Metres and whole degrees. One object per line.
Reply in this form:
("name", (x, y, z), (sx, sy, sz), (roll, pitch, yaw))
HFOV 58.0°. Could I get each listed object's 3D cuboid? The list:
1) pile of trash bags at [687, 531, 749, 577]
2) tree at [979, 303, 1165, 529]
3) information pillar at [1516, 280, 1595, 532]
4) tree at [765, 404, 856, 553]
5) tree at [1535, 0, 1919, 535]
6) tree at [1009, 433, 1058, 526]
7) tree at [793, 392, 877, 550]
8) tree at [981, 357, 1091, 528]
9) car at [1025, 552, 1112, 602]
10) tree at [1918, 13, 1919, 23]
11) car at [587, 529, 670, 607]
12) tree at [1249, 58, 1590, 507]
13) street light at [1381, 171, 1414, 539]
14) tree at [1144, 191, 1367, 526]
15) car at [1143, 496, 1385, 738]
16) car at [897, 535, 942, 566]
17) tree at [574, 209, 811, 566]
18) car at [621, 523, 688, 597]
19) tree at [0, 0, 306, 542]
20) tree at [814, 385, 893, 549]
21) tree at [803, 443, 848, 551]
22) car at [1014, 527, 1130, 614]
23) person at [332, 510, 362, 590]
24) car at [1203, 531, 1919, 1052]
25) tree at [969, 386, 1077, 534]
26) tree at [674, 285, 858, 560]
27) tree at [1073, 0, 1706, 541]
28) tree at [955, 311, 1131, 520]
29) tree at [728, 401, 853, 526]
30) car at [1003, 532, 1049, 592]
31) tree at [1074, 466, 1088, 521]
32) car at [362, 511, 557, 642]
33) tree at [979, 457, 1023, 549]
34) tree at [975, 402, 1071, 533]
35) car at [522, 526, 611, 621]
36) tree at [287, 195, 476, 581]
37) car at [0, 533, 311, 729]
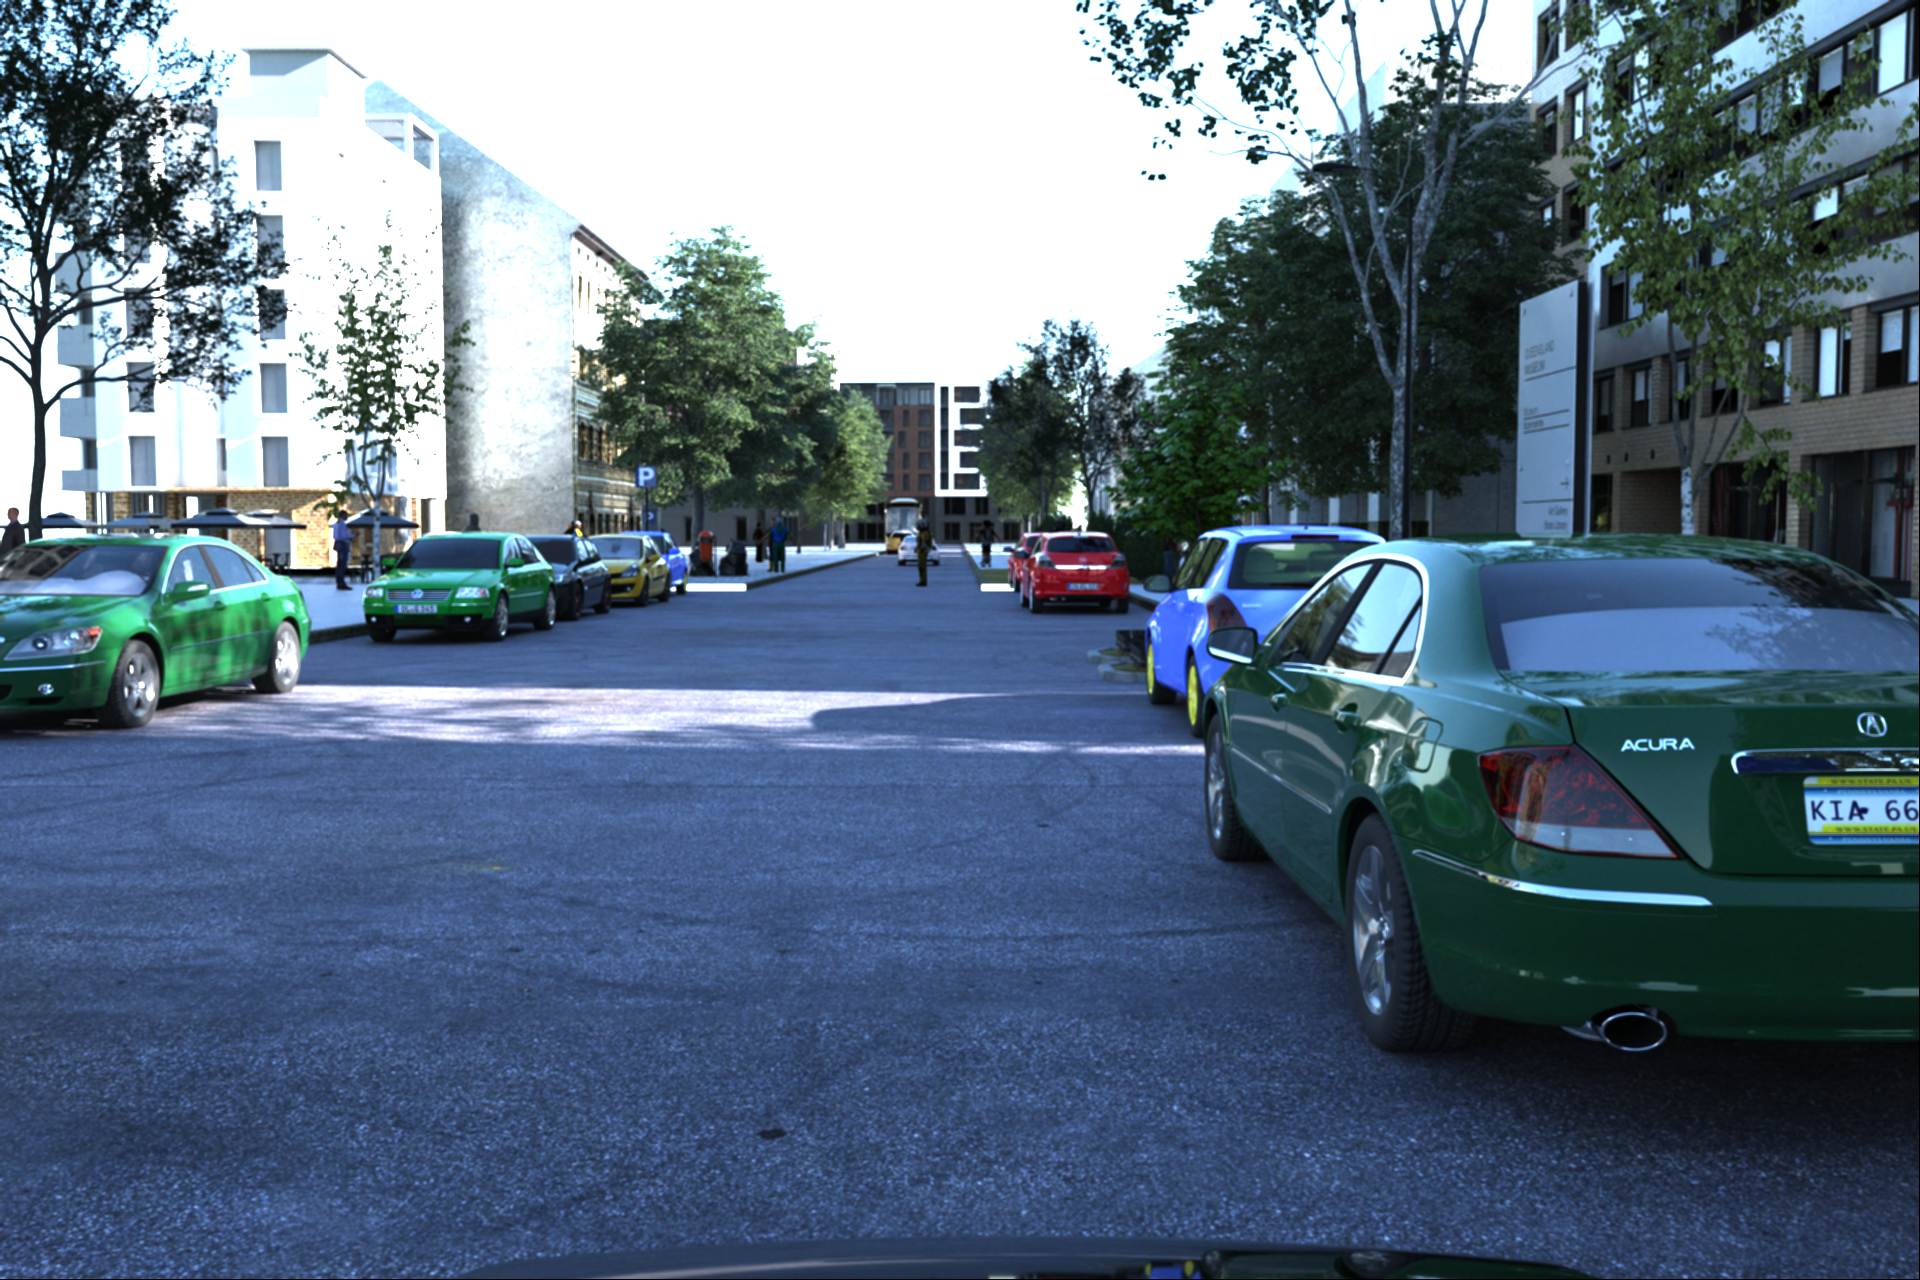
("pile of trash bags", (-7.467, -2.628, 52.724), (1.912, 1.369, 3.447), (0, 4, 1))
("tree", (5.263, -8.280, 69.787), (8.767, 10.594, 7.601), (-3, 5, -42))
("information pillar", (5.771, -1.564, 16.889), (0.184, 3.620, 1.656), (0, 3, 0))
("tree", (-10.395, -11.042, 114.943), (7.601, 10.594, 8.767), (-1, 4, -11))
("tree", (8.562, -4.243, 19.736), (4.737, 8.622, 4.395), (0, 3, 0))
("tree", (5.173, -10.296, 118.705), (4.737, 8.622, 4.395), (0, 3, 0))
("tree", (-10.601, -13.372, 136.755), (7.486, 12.596, 7.792), (0, 3, 0))
("tree", (4.963, -11.787, 110.840), (7.486, 12.596, 7.792), (0, 3, 0))
("car", (2.329, -1.709, 37.729), (2.009, 1.686, 4.222), (0, 4, -1))
("tree", (8.517, -4.561, 8.989), (7.601, 10.594, 8.767), (-2, 4, -32))
("car", (-7.011, -1.531, 35.255), (2.015, 1.641, 3.980), (0, 3, 0))
("tree", (12.326, -8.659, 48.237), (9.857, 13.997, 8.962), (0, 3, 0))
("street light", (6.170, -3.010, 21.753), (1.470, 5.913, 1.316), (0, 3, 0))
("tree", (9.882, -8.574, 58.312), (7.486, 12.596, 7.792), (0, 3, 0))
("car", (2.442, -0.239, 13.496), (1.945, 1.707, 3.694), (0, 4, -1))
("car", (-1.879, -4.121, 79.739), (2.083, 1.381, 4.827), (0, 4, 0))
("tree", (-10.644, -9.989, 69.982), (9.857, 13.997, 8.962), (0, 3, 0))
("car", (-7.355, -1.855, 39.921), (1.945, 1.707, 3.694), (0, 4, 0))
("tree", (-13.198, -5.544, 25.050), (7.601, 10.594, 8.767), (-2, 4, -28))
("tree", (-10.271, -14.881, 149.960), (9.857, 13.997, 8.962), (0, 3, 0))
("tree", (-10.088, -10.917, 128.861), (4.737, 8.622, 4.395), (0, 3, 0))
("car", (2.116, -1.449, 32.734), (2.155, 1.783, 4.494), (0, 4, -1))
("person", (-14.090, -2.076, 39.852), (0.599, 1.838, 0.709), (-3, 5, -42))
("car", (2.039, 0.341, 6.228), (2.131, 1.459, 4.920), (0, 4, -1))
("tree", (5.346, -14.173, 138.378), (9.857, 13.997, 8.962), (0, 3, 0))
("tree", (-9.906, -10.980, 86.170), (9.857, 13.997, 8.962), (0, 3, 0))
("tree", (8.435, -10.836, 33.059), (12.611, 20.169, 13.585), (0, 3, 0))
("tree", (4.760, -11.379, 96.414), (12.009, 13.543, 11.850), (0, 3, 0))
("tree", (-10.114, -10.060, 98.899), (8.767, 10.594, 7.601), (0, 4, 6))
("car", (2.190, -2.150, 44.189), (2.155, 1.783, 4.494), (0, 4, -1))
("tree", (20.494, -20.142, 235.981), (9.857, 13.997, 8.962), (0, 3, 0))
("car", (-6.977, -0.960, 24.490), (1.959, 1.807, 4.718), (0, 4, 0))
("tree", (5.441, -13.688, 149.561), (9.928, 11.665, 9.643), (0, 3, 0))
("tree", (4.892, -12.401, 128.517), (9.928, 11.665, 9.643), (0, 3, 0))
("car", (-7.178, -1.228, 29.864), (2.009, 1.686, 4.222), (0, 4, 0))
("tree", (-12.945, -5.388, 38.458), (4.737, 8.622, 4.395), (0, 3, 0))
("car", (-6.968, -0.151, 14.260), (2.131, 1.459, 4.920), (0, 3, 0))
